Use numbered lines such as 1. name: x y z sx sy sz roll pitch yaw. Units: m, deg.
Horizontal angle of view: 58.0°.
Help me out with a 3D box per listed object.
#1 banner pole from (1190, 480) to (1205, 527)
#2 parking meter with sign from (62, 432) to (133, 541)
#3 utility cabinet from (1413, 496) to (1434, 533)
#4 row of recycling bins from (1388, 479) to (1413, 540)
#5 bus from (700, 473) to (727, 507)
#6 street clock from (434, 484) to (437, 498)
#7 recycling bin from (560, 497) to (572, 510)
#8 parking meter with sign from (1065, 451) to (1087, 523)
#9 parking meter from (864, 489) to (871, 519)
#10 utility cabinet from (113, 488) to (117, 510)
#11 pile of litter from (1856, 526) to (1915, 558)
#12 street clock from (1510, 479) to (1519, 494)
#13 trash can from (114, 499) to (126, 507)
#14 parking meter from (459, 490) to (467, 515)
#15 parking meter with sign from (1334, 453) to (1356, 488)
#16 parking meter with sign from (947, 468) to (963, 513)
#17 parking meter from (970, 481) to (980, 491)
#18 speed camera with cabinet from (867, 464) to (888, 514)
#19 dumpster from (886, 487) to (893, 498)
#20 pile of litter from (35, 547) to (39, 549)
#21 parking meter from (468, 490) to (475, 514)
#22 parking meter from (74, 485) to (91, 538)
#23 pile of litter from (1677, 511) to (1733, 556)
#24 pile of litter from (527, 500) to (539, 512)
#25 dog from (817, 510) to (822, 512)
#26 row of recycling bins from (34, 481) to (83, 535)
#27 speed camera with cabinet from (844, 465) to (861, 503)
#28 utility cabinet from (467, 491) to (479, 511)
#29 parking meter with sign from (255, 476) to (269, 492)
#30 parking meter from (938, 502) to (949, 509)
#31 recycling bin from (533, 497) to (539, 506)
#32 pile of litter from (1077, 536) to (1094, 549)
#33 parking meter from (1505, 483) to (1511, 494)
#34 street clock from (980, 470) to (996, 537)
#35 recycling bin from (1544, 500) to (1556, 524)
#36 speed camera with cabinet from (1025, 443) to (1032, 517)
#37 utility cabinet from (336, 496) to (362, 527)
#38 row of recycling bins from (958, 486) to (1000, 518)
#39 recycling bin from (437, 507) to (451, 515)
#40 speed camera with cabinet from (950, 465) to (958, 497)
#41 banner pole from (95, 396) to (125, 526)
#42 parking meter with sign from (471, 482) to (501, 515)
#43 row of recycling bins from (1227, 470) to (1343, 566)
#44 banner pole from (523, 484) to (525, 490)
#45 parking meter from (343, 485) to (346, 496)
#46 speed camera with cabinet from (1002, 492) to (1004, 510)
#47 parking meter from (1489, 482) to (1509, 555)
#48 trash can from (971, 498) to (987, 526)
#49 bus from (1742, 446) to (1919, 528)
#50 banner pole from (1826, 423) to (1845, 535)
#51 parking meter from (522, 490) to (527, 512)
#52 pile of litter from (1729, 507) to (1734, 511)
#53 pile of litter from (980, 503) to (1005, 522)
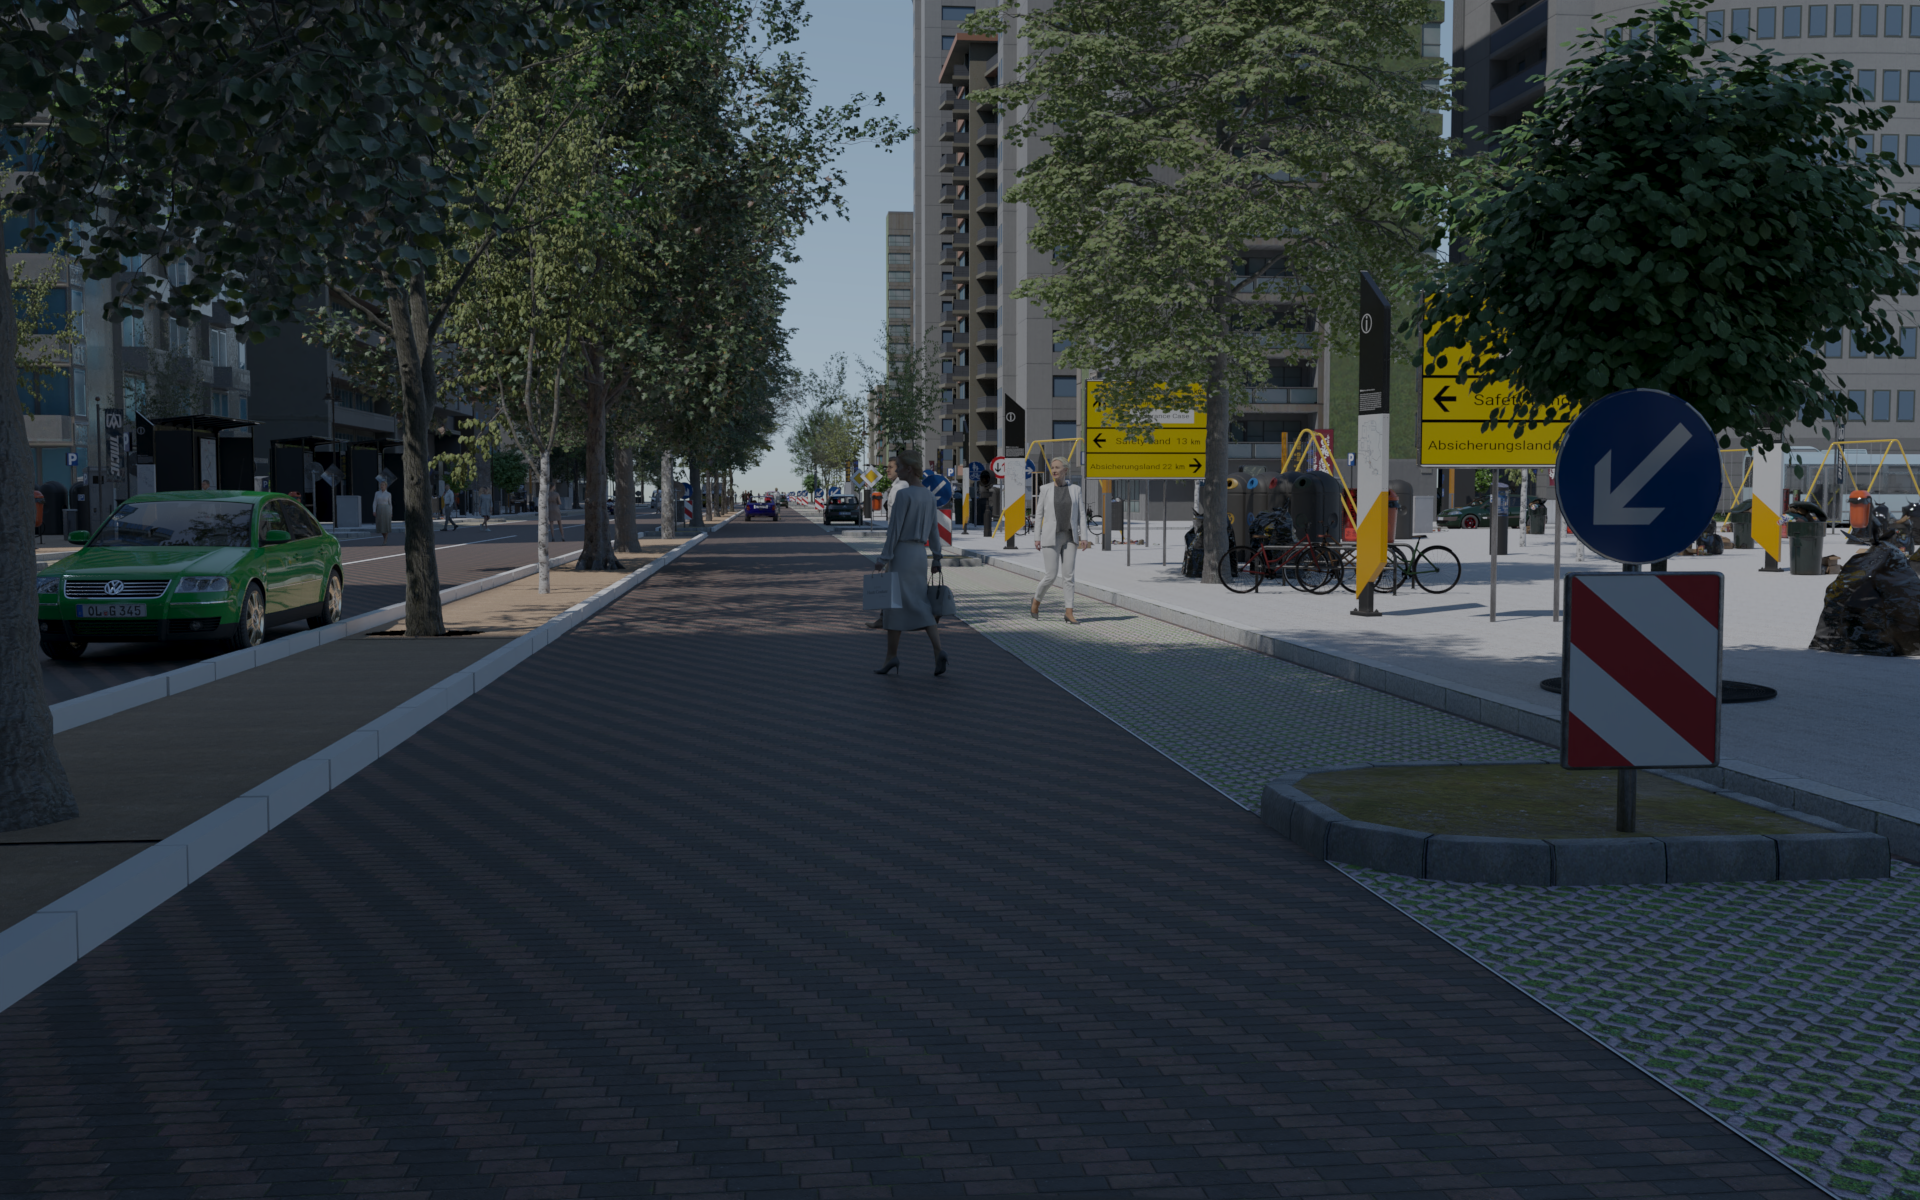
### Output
1. banner pole: 9.433 -4.785 68.246 0.401 3.779 0.863 -3 4 -37
2. parking meter with sign: -23.992 -3.176 48.184 0.543 3.016 1.738 3 5 44
3. utility cabinet: 15.099 -2.791 56.795 1.020 1.237 0.306 -3 5 -40
4. row of recycling bins: 12.659 -2.644 50.340 1.069 1.692 3.534 1 4 11
5. bus: -27.012 -12.125 189.797 2.896 3.916 12.252 0 4 -8
6. street clock: -38.065 -7.393 125.442 0.358 2.002 0.471 -2 4 -23
7. recycling bin: -31.643 -7.740 139.096 0.722 1.027 0.722 -3 5 -45
8. parking meter with sign: 4.546 -4.521 70.178 1.738 3.016 0.543 -3 5 -44
9. parking meter: -4.844 -5.042 90.848 0.372 1.533 0.369 0 3 0
10. utility cabinet: -31.799 -3.435 64.848 0.318 1.500 1.173 -2 4 -30
11. pile of litter: 18.821 -1.295 35.145 1.176 0.858 1.719 3 5 43
12. street clock: 27.483 -4.976 85.930 0.471 2.002 0.358 -3 5 -43
13. trash can: -22.373 -2.143 46.695 0.748 1.137 0.748 0 3 0
14. parking meter: -30.119 -6.064 104.862 0.399 1.863 0.255 1 4 11
15. parking meter with sign: 15.767 -4.693 72.985 1.738 3.016 0.543 -1 4 -17
16. parking meter with sign: -0.138 -7.404 117.309 0.543 3.016 1.738 2 4 35
17. parking meter: 0.748 -5.334 92.919 0.399 1.863 0.255 -1 4 -15
18. speed camera with cabinet: -5.363 -7.256 112.979 0.660 3.252 2.038 -2 4 -28
19. dumpster: -3.942 -6.296 108.693 1.264 1.857 1.865 0 4 -6
20. pile of litter: -22.111 -1.579 39.774 1.719 0.858 1.176 -2 4 -33
21. parking meter: -32.005 -6.427 113.490 0.372 1.533 0.369 0 3 0
22. parking meter: -23.875 -2.368 47.121 0.372 1.533 0.369 0 3 0
23. pile of litter: 15.429 -1.376 36.464 1.719 0.858 1.176 -2 4 -34
24. pile of litter: -30.651 -6.707 123.626 1.719 0.858 1.176 -1 4 -11
25. dog: -11.173 -7.334 136.744 0.800 0.831 0.513 -2 4 -30
26. row of recycling bins: -28.848 -2.896 54.463 3.534 1.692 1.069 0 4 7
27. speed camera with cabinet: -7.459 -7.610 118.759 0.660 3.252 2.038 0 4 5
28. utility cabinet: -36.556 -7.465 130.723 1.173 1.500 0.318 -2 4 -31
29. parking meter with sign: -30.164 -4.789 74.561 1.738 3.016 0.543 1 4 22
30. parking meter: -0.667 -3.832 71.068 0.372 1.533 0.369 0 3 0
31. recycling bin: -33.420 -7.637 137.425 0.722 1.027 0.722 -3 5 -42
32. pile of litter: 2.661 -1.659 41.098 1.176 0.858 1.719 2 4 30
33. parking meter: 27.622 -5.004 87.523 0.255 1.863 0.399 -1 4 -19
34. street clock: 0.830 -2.883 51.710 0.358 2.002 0.471 -3 5 -44
35. recycling bin: 25.203 -3.751 73.890 0.722 1.027 0.722 1 4 9
36. speed camera with cabinet: 3.168 -4.477 67.528 2.038 3.252 0.660 -2 4 -27
37. utility cabinet: -23.688 -3.412 66.956 1.020 1.237 0.306 0 4 6
38. row of recycling bins: 0.982 -5.392 95.273 1.069 1.692 3.534 -3 4 -37
39. recycling bin: -31.730 -5.748 106.535 0.722 1.027 0.722 -2 4 -29
40. speed camera with cabinet: -0.450 -7.715 120.472 0.660 3.252 2.038 0 4 3
41. banner pole: -21.921 -3.339 44.617 0.401 3.779 0.863 3 5 42
42. parking meter with sign: -28.940 -6.689 105.632 1.738 3.016 0.543 0 3 0
43. row of recycling bins: 5.804 -1.500 31.633 1.069 1.692 3.534 -1 4 -20
44. banner pole: -34.769 -8.983 136.892 0.863 3.779 0.401 1 4 17
45. parking meter: -39.753 -6.519 112.299 0.255 1.863 0.399 2 4 33
46. speed camera with cabinet: 3.307 -7.163 111.447 2.038 3.252 0.660 -3 5 -44
47. parking meter: 11.337 -1.713 36.423 0.372 1.533 0.369 0 3 0
48. trash can: 0.793 -3.620 70.837 0.748 1.137 0.748 0 3 0
49. bus: 37.758 -4.483 68.150 13.247 3.499 2.948 0 4 -6
50. banner pole: 27.641 -3.945 54.524 0.401 3.779 0.863 0 4 5
51. parking meter: -30.492 -6.900 121.224 0.372 1.533 0.369 0 3 0
52. pile of litter: 26.000 -2.689 57.923 1.176 0.858 1.719 -3 5 -41
53. pile of litter: 1.415 -4.092 80.862 1.719 0.858 1.176 0 4 4
